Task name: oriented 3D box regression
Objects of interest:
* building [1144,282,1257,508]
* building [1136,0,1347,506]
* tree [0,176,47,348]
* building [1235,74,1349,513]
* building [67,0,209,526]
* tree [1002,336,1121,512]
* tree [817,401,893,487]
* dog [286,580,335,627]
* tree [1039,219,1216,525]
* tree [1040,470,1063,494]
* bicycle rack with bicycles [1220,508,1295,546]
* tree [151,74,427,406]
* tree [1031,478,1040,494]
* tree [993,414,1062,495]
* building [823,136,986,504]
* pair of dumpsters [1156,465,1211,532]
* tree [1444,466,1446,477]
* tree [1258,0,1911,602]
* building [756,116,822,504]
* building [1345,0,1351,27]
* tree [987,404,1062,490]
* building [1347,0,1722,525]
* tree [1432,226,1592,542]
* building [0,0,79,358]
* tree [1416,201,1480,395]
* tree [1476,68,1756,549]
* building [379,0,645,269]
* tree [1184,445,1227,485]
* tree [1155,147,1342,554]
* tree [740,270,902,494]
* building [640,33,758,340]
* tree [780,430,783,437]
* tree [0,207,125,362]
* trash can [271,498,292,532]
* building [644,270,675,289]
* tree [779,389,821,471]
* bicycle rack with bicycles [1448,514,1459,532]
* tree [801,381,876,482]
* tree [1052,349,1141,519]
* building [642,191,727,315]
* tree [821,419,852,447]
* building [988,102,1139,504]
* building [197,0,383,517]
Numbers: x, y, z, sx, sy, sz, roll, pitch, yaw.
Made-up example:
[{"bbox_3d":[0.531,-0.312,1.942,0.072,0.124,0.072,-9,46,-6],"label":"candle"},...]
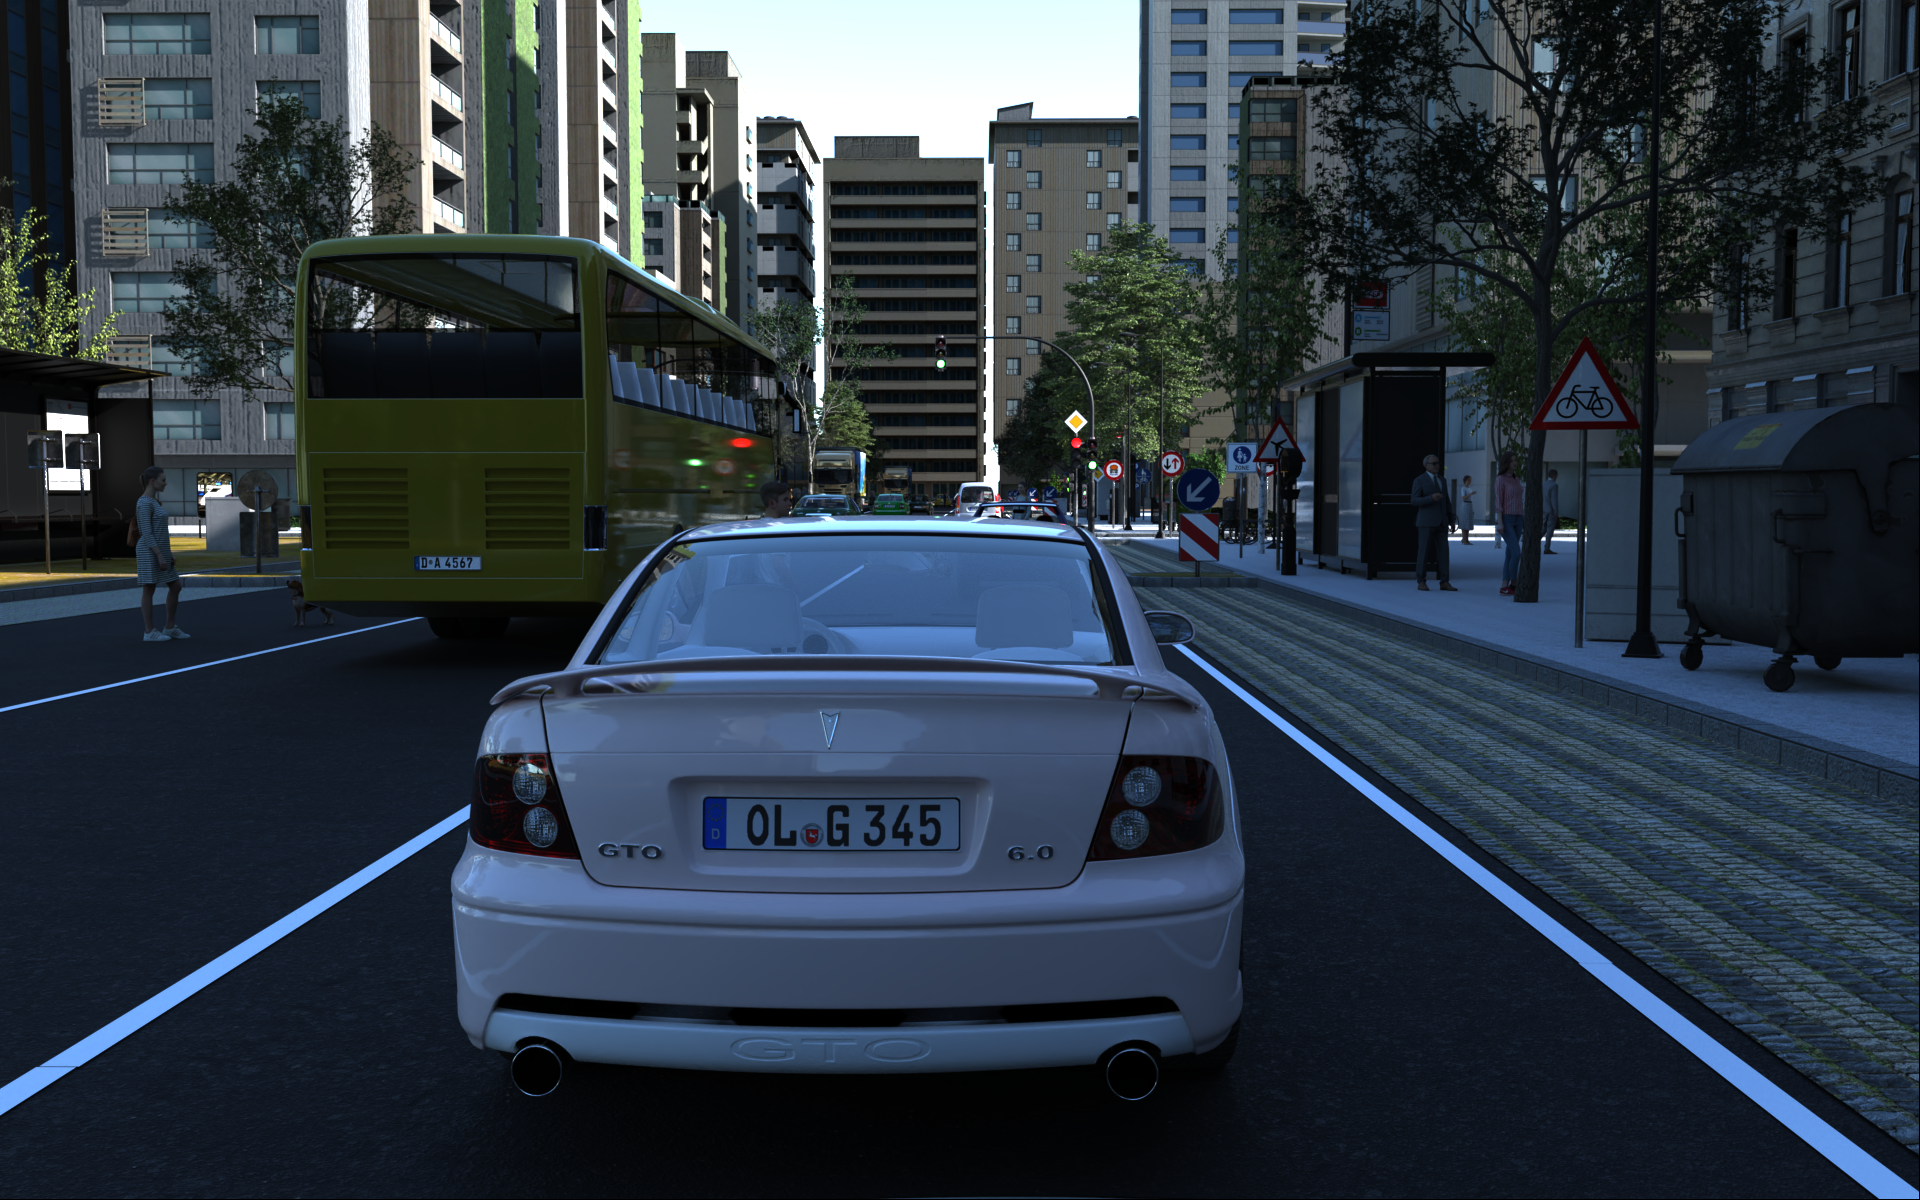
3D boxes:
[{"bbox_3d":[31.796,-18.991,155.540,27.650,21.520,28.899,0,4,1],"label":"building"},{"bbox_3d":[29.352,-39.201,182.942,21.231,58.520,28.212,0,4,1],"label":"building"},{"bbox_3d":[-21.899,-5.336,37.614,4.360,8.622,3.978,0,3,0],"label":"tree"},{"bbox_3d":[26.504,-21.500,123.232,14.160,30.474,14.107,0,4,1],"label":"building"},{"bbox_3d":[-28.150,-23.931,74.859,14.154,41.232,14.086,0,4,1],"label":"building"},{"bbox_3d":[7.828,-12.749,125.461,9.611,12.733,9.660,0,3,0],"label":"tree"},{"bbox_3d":[-12.869,-17.942,210.358,9.611,12.733,9.660,0,3,0],"label":"tree"},{"bbox_3d":[-7.041,0.026,18.869,0.406,0.507,0.540,0,4,-1],"label":"dog"},{"bbox_3d":[7.180,-9.393,71.707,7.486,12.596,7.792,0,3,0],"label":"tree"},{"bbox_3d":[7.756,-8.936,140.702,1.663,3.219,1.824,0,3,0],"label":"tree"},{"bbox_3d":[7.548,-1.893,44.332,2.925,0.926,2.852,-1,4,-12],"label":"bicycle rack with bicycles"},{"bbox_3d":[-14.672,-6.426,39.485,7.601,10.594,8.767,-1,4,-20],"label":"tree"},{"bbox_3d":[7.731,-10.795,171.100,1.663,3.219,1.824,0,3,0],"label":"tree"},{"bbox_3d":[7.606,-15.855,193.645,8.767,10.594,7.601,1,4,12],"label":"tree"},{"bbox_3d":[-7.223,-37.527,237.261,21.600,48.544,21.300,0,4,1],"label":"building"},{"bbox_3d":[7.717,-3.475,59.304,1.574,2.255,4.437,0,4,1],"label":"pair of dumpsters"},{"bbox_3d":[17.693,-4.340,65.566,1.663,3.219,1.824,0,3,0],"label":"tree"},{"bbox_3d":[7.060,-5.245,20.177,7.601,10.594,8.767,1,4,9],"label":"tree"},{"bbox_3d":[-32.052,-39.889,241.428,27.495,52.752,28.713,0,4,1],"label":"building"},{"bbox_3d":[56.419,-48.794,236.031,20.611,71.187,20.563,0,4,1],"label":"building"},{"bbox_3d":[8.342,-18.140,206.956,12.009,13.543,11.850,0,3,0],"label":"tree"},{"bbox_3d":[34.004,-30.052,80.595,27.495,52.752,28.713,0,4,1],"label":"building"},{"bbox_3d":[14.889,-5.868,46.302,4.360,8.622,3.978,0,3,0],"label":"tree"},{"bbox_3d":[-46.773,-25.986,74.978,14.200,45.320,14.600,0,4,1],"label":"building"},{"bbox_3d":[12.931,-5.516,40.554,4.737,8.622,4.395,0,3,0],"label":"tree"},{"bbox_3d":[11.478,-4.848,29.626,4.737,8.622,4.395,0,3,0],"label":"tree"},{"bbox_3d":[-30.007,-26.629,118.972,14.154,41.232,14.086,0,4,1],"label":"building"},{"bbox_3d":[16.324,-8.085,115.902,4.285,4.588,4.351,0,3,0],"label":"tree"},{"bbox_3d":[6.459,-5.322,37.371,4.737,8.622,4.395,0,3,0],"label":"tree"},{"bbox_3d":[-11.784,-17.766,146.366,12.611,20.169,13.585,0,3,0],"label":"tree"},{"bbox_3d":[-33.757,-34.484,187.508,21.600,48.544,21.300,0,4,1],"label":"building"},{"bbox_3d":[-13.992,-10.198,101.154,7.601,10.594,8.767,-2,4,-27],"label":"tree"},{"bbox_3d":[-23.927,-5.730,44.054,4.737,8.622,4.395,0,3,0],"label":"tree"},{"bbox_3d":[-23.263,-2.915,59.310,0.748,1.137,0.748,0,3,0],"label":"trash can"},{"bbox_3d":[-37.040,-18.538,148.136,27.650,21.520,28.899,0,4,1],"label":"building"},{"bbox_3d":[-12.691,-10.307,118.875,4.360,8.622,3.978,0,3,0],"label":"tree"},{"bbox_3d":[15.136,-2.769,58.660,2.852,0.926,2.925,-1,4,-17],"label":"bicycle rack with bicycles"},{"bbox_3d":[-12.135,-15.674,174.402,7.486,12.596,7.792,0,3,0],"label":"tree"},{"bbox_3d":[7.250,-8.451,88.532,4.737,8.622,4.395,0,3,0],"label":"tree"},{"bbox_3d":[-30.747,-24.315,169.257,14.160,30.474,14.107,0,4,1],"label":"building"},{"bbox_3d":[-12.452,-13.163,165.584,4.360,8.622,3.978,0,3,0],"label":"tree"},{"bbox_3d":[17.718,-39.877,241.235,27.495,52.752,28.713,0,4,1],"label":"building"},{"bbox_3d":[-32.224,-25.282,96.951,14.154,41.232,14.086,0,4,1],"label":"building"}]
